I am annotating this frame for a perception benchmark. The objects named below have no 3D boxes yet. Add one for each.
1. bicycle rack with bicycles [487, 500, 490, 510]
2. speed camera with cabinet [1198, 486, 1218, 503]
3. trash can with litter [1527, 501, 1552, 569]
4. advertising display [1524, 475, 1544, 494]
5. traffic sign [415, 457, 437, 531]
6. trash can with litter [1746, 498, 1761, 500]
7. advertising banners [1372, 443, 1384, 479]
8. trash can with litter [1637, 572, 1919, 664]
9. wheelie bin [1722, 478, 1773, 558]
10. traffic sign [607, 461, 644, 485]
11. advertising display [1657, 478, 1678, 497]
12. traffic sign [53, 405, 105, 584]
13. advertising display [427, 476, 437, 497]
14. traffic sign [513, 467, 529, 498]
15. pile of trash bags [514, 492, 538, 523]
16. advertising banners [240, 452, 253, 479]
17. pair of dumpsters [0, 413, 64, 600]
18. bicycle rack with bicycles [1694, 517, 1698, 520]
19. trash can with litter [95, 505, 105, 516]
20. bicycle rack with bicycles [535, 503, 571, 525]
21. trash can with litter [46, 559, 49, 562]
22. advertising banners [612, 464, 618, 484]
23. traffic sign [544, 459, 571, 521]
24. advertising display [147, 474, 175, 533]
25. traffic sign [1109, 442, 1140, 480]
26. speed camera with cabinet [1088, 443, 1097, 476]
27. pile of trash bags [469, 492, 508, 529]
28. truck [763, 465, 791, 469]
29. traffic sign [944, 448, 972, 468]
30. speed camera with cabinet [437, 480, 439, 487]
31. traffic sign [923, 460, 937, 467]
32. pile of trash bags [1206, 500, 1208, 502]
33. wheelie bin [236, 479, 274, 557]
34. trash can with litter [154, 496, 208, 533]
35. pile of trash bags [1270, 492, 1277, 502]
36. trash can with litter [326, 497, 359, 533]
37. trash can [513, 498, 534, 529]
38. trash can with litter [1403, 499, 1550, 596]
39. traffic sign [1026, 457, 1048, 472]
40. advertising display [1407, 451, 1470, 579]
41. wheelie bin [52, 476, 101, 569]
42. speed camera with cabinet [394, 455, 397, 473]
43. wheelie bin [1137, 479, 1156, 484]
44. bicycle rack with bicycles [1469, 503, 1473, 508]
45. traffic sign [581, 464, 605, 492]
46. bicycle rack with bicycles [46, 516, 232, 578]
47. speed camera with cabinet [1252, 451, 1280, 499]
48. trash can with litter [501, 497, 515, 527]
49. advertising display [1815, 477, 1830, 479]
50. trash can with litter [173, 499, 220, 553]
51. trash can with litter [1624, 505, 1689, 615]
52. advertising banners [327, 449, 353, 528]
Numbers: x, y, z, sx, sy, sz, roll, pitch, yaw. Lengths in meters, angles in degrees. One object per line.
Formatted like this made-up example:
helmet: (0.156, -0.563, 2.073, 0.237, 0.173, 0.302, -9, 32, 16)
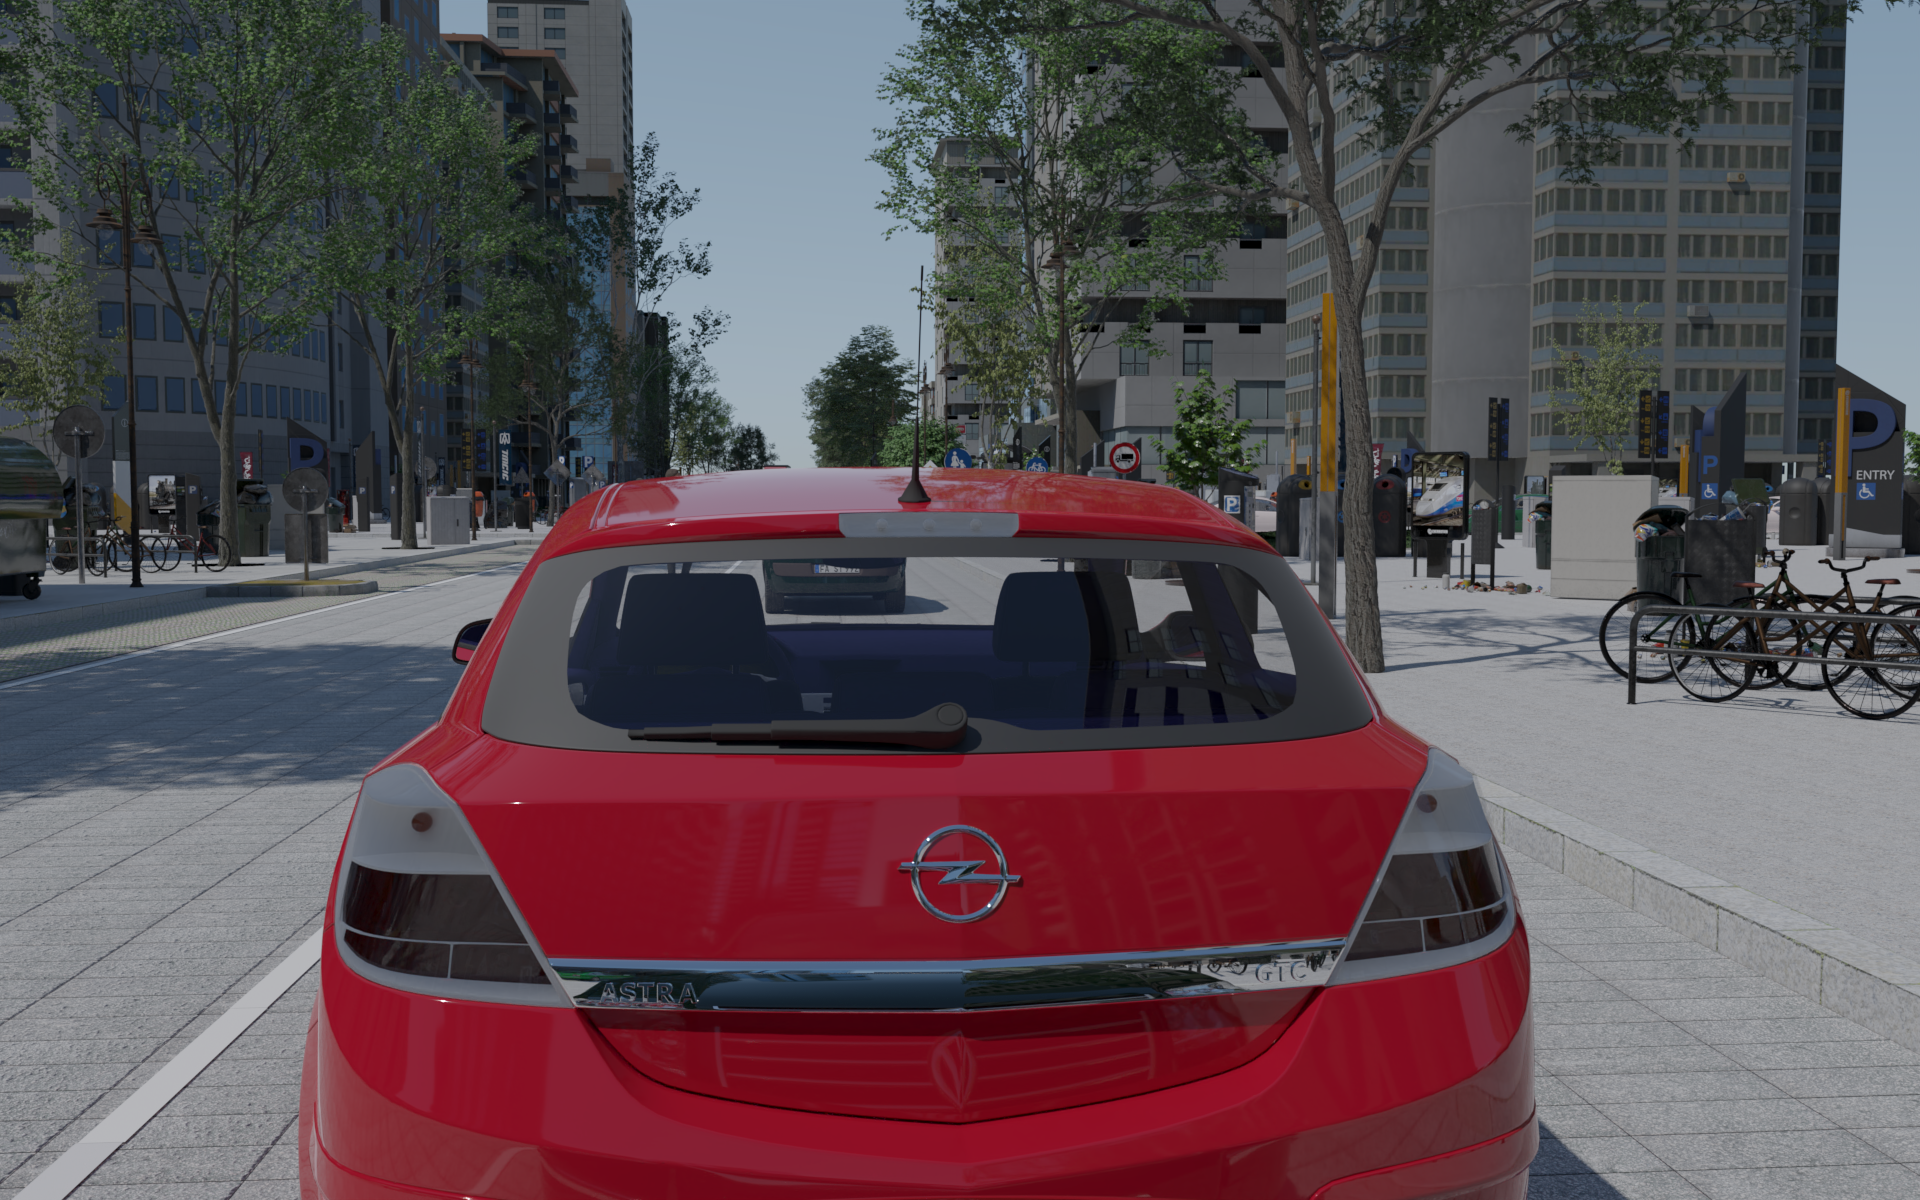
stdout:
bicycle rack with bicycles: (-26.441, -5.075, 96.365, 2.852, 0.926, 2.925, -1, 4, -22)
speed camera with cabinet: (9.510, -4.336, 65.233, 0.660, 3.252, 2.038, 0, 4, -7)
trash can with litter: (10.098, -1.118, 29.674, 0.624, 1.170, 1.055, 2, 4, 26)
advertising display: (19.916, -3.358, 60.116, 0.974, 1.923, 0.123, -2, 4, -35)
traffic sign: (-18.344, -3.630, 59.451, 0.768, 2.556, 0.104, 0, 4, 4)
trash can with litter: (13.606, -1.197, 30.621, 2.233, 1.210, 1.678, -1, 4, -14)
advertising banners: (13.577, -3.895, 59.866, 2.074, 3.025, 0.090, 1, 4, 13)
trash can with litter: (6.389, -0.154, 13.575, 2.233, 1.210, 1.678, 1, 4, 16)
wheelie bin: (15.876, -1.659, 35.025, 0.980, 1.594, 0.693, 0, 4, -1)
traffic sign: (-20.538, -6.883, 106.413, 2.265, 3.308, 0.079, 0, 4, 5)
advertising display: (28.332, -3.942, 69.662, 0.974, 1.923, 0.123, 0, 4, 4)
traffic sign: (-12.570, -1.505, 24.719, 0.768, 2.556, 0.104, 0, 4, 3)
advertising display: (-18.693, -3.424, 61.195, 0.123, 1.923, 0.974, 0, 4, 3)
traffic sign: (-21.017, -5.083, 83.119, 0.884, 2.594, 0.081, 0, 4, 0)
pile of trash bags: (-20.133, -4.228, 78.885, 1.912, 1.369, 3.447, -3, 4, -36)
advertising banners: (-28.704, -4.614, 71.631, 2.074, 3.025, 0.090, 0, 4, -1)
pair of dumpsters: (-11.483, -1.002, 18.880, 1.574, 2.255, 4.437, 0, 4, -5)
bicycle rack with bicycles: (20.064, -2.254, 50.238, 2.852, 0.926, 2.925, -1, 4, -19)
trash can with litter: (-20.077, -1.730, 39.679, 0.624, 1.170, 1.055, 0, 4, -7)
bicycle rack with bicycles: (-16.718, -3.698, 73.849, 2.925, 0.926, 2.852, -1, 4, -18)
trash can with litter: (-17.617, -1.289, 32.133, 2.233, 1.210, 1.678, 2, 4, 24)
advertising banners: (-20.976, -6.507, 102.579, 2.074, 3.025, 0.090, 2, 4, 30)
traffic sign: (-11.580, -2.828, 49.880, 0.795, 2.450, 0.064, 0, 4, -5)
advertising display: (-25.925, -3.130, 56.397, 0.974, 1.923, 0.123, 0, 4, 0)
traffic sign: (4.032, -2.596, 42.549, 0.768, 2.556, 0.104, 0, 4, -1)
speed camera with cabinet: (4.879, -4.404, 66.347, 0.660, 3.252, 2.038, 3, 5, 44)
pile of trash bags: (-17.862, -3.358, 64.651, 1.912, 1.369, 3.447, -1, 4, -12)
truck: (-17.828, -10.978, 168.406, 2.839, 4.237, 11.283, 0, 4, -4)
traffic sign: (-0.054, -2.929, 47.994, 0.768, 2.556, 0.104, 0, 4, -4)
speed camera with cabinet: (-32.253, -6.981, 108.469, 2.038, 3.252, 0.660, -1, 4, -13)
traffic sign: (-0.872, -2.882, 50.761, 0.795, 2.450, 0.064, 0, 4, -5)
pile of trash bags: (9.446, -3.222, 62.435, 1.912, 1.369, 3.447, 0, 3, 0)
wheelie bin: (-14.482, -1.682, 35.414, 0.693, 1.594, 0.980, 2, 4, 33)
trash can with litter: (-26.343, -2.903, 58.515, 1.678, 1.210, 2.233, -2, 4, -28)
pile of trash bags: (12.721, -3.846, 72.635, 1.912, 1.369, 3.447, -1, 4, -14)
trash can with litter: (-20.339, -2.796, 57.099, 1.055, 1.170, 0.624, 1, 4, 11)
trash can: (-15.957, -3.160, 63.325, 0.748, 1.137, 0.748, 0, 3, 0)
trash can with litter: (6.992, -0.718, 22.799, 1.678, 1.210, 2.233, -1, 4, -13)
traffic sign: (2.634, -3.626, 59.384, 0.768, 2.556, 0.104, 0, 3, 0)
advertising display: (7.308, -1.296, 26.399, 0.123, 1.923, 0.974, -3, 5, -39)
wheelie bin: (-15.282, -1.349, 29.963, 0.693, 1.594, 0.980, -1, 4, -11)
speed camera with cabinet: (-28.112, -5.750, 88.355, 2.038, 3.252, 0.660, 2, 4, 25)
wheelie bin: (3.836, -1.682, 35.403, 0.693, 1.594, 0.980, 3, 4, 39)
bicycle rack with bicycles: (36.923, -6.931, 126.697, 2.852, 0.926, 2.925, -1, 4, -17)
traffic sign: (-12.253, -3.315, 57.837, 0.795, 2.450, 0.064, 0, 4, -5)
bicycle rack with bicycles: (-13.663, -0.884, 27.833, 2.925, 0.926, 2.852, 2, 4, 23)
speed camera with cabinet: (13.288, -5.078, 77.360, 0.660, 3.252, 2.038, -2, 4, -25)
trash can with litter: (-17.778, -3.452, 67.835, 0.624, 1.170, 1.055, 1, 4, 8)
advertising display: (33.095, -3.750, 66.526, 0.123, 1.923, 0.974, 0, 4, 1)
trash can with litter: (-16.549, -1.606, 37.645, 1.055, 1.170, 0.624, -1, 4, -10)
trash can with litter: (7.387, -0.440, 18.581, 0.624, 1.170, 1.055, 0, 4, 3)
advertising banners: (-23.631, -4.293, 66.376, 2.074, 3.025, 0.090, -3, 5, -45)
